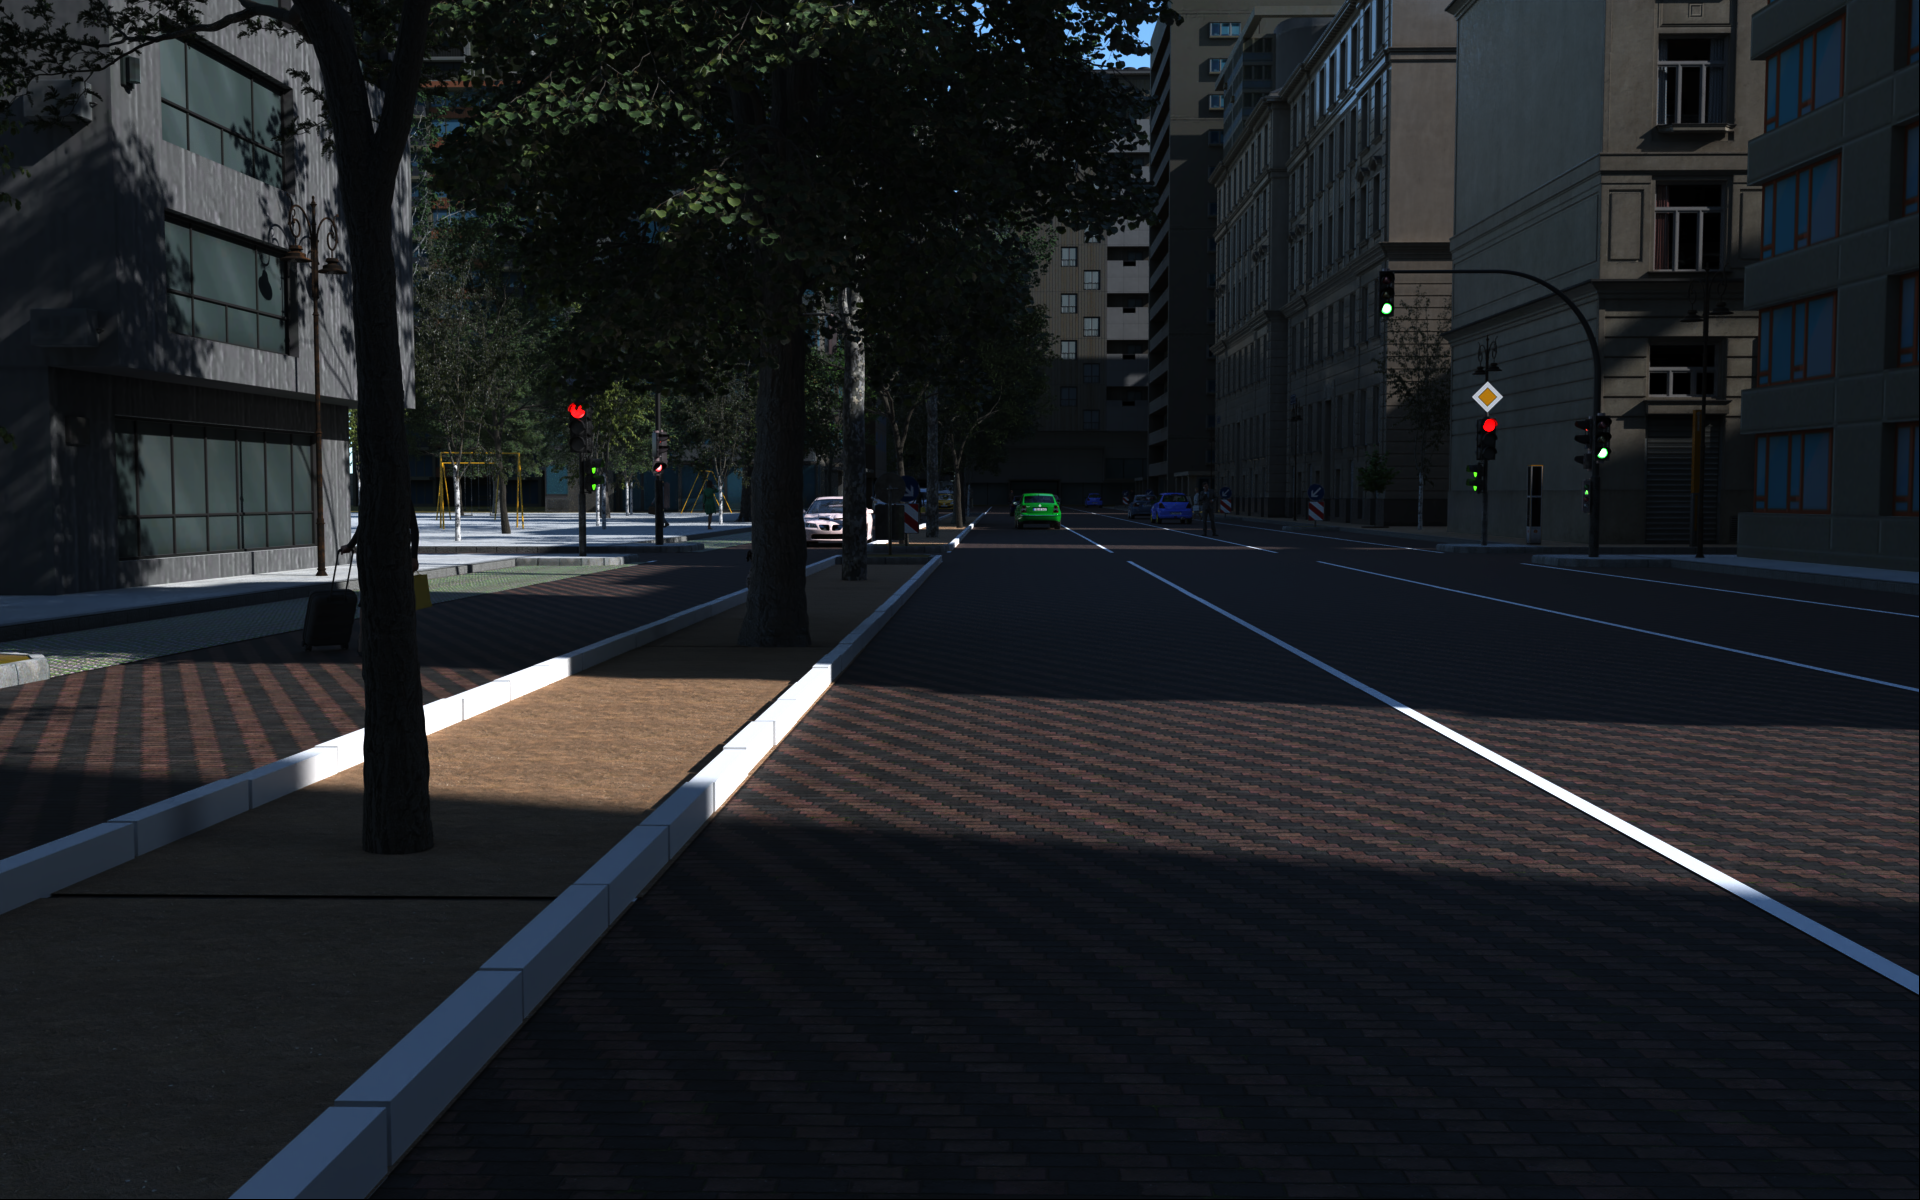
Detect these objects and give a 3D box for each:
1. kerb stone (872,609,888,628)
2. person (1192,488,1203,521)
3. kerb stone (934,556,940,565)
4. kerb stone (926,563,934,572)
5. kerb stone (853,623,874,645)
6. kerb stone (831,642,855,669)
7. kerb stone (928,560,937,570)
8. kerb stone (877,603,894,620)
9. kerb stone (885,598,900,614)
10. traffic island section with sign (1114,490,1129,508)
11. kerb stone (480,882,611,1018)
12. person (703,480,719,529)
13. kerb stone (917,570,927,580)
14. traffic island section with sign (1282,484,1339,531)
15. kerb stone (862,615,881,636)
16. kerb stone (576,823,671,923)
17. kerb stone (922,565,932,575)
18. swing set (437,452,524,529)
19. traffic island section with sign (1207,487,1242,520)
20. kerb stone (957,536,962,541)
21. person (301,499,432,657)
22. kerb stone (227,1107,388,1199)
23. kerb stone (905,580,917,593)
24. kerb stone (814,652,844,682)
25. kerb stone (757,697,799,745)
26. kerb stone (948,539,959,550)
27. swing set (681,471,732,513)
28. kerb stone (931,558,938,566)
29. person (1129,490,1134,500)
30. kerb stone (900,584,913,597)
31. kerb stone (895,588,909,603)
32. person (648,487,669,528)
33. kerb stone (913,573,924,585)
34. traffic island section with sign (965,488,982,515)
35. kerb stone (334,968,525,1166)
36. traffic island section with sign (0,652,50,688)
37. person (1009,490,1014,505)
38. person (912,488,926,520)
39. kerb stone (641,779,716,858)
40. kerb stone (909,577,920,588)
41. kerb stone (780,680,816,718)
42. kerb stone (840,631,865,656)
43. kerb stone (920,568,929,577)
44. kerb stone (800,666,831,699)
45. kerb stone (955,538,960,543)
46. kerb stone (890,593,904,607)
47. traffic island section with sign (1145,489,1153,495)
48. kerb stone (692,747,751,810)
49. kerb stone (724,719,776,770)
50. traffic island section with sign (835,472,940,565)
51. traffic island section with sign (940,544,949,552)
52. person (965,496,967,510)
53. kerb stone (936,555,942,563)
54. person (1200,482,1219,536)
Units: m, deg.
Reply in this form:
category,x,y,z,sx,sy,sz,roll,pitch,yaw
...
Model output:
category,x,y,z,sx,sy,sz,roll,pitch,yaw
kerb stone,-0.887,0.233,18.494,0.120,0.150,1.000,0,4,1
person,12.848,-5.193,93.759,0.624,1.780,0.694,1,4,17
kerb stone,-0.510,-0.713,33.849,0.120,0.150,1.000,0,4,1
kerb stone,-0.588,-0.524,30.785,0.120,0.150,1.000,0,4,1
kerb stone,-0.943,0.352,16.450,0.120,0.150,1.000,0,4,1
kerb stone,-0.994,0.484,14.395,0.120,0.150,1.000,0,4,1
kerb stone,-0.557,-0.588,31.806,0.120,0.150,1.000,0,4,1
kerb stone,-0.866,0.165,19.516,0.120,0.150,1.000,0,4,1
kerb stone,-0.836,0.106,20.540,0.120,0.150,1.000,0,4,1
traffic island section with sign,16.384,-10.048,172.914,1.989,1.847,2.006,0,4,1
kerb stone,-1.229,1.040,5.189,0.120,0.150,1.000,0,4,1
person,-9.138,-3.479,63.176,0.600,1.795,0.529,1,4,13
kerb stone,-0.659,-0.337,27.707,0.120,0.150,1.000,0,4,1
traffic island section with sign,13.743,-3.636,68.077,1.989,1.847,2.006,0,4,1
kerb stone,-0.916,0.289,17.472,0.120,0.150,1.000,0,4,1
kerb stone,-1.203,0.980,6.211,0.120,0.150,1.000,0,4,1
kerb stone,-0.613,-0.462,29.763,0.120,0.150,1.000,0,4,1
swing set,-17.818,-4.112,64.846,3.119,2.851,2.862,-1,4,-19
traffic island section with sign,14.420,-5.306,95.373,1.989,1.847,2.006,0,4,1
kerb stone,-0.097,-1.684,49.781,0.120,0.150,1.000,0,4,1
person,-5.288,-0.411,15.430,0.699,1.804,1.509,-3,5,-40
kerb stone,-1.273,1.166,3.129,0.120,0.150,1.000,0,4,1
kerb stone,-0.736,-0.149,24.636,0.120,0.150,1.000,0,4,1
kerb stone,-1.025,0.541,13.370,0.120,0.150,1.000,0,4,1
kerb stone,-1.090,0.728,10.300,0.120,0.150,1.000,0,4,1
kerb stone,-0.177,-1.499,46.707,0.120,0.150,1.000,0,4,1
swing set,-16.941,-7.234,115.892,2.862,2.851,3.119,0,4,4
kerb stone,-0.535,-0.646,32.828,0.120,0.150,1.000,0,4,1
person,18.293,-10.903,184.762,0.568,1.767,0.683,1,4,9
kerb stone,-0.762,-0.086,23.612,0.120,0.150,1.000,0,4,1
kerb stone,-0.784,-0.024,22.590,0.120,0.150,1.000,0,4,1
person,-11.498,-3.690,66.490,0.853,1.813,0.709,1,4,17
kerb stone,-0.683,-0.274,26.685,0.120,0.150,1.000,0,4,1
traffic island section with sign,0.577,-6.744,118.406,2.006,1.907,1.989,0,4,1
kerb stone,-1.251,1.103,4.163,0.120,0.150,1.000,0,4,1
traffic island section with sign,-8.063,-0.265,12.958,1.989,1.847,2.006,0,4,1
person,4.309,-8.176,142.724,0.434,1.755,0.990,-1,4,-23
person,-2.446,-5.320,95.692,0.699,1.804,1.509,-2,4,-24
kerb stone,-1.175,0.917,7.232,0.120,0.150,1.000,0,4,1
kerb stone,-0.715,-0.205,25.664,0.120,0.150,1.000,0,4,1
kerb stone,-1.069,0.665,11.322,0.120,0.150,1.000,0,4,1
kerb stone,-0.972,0.416,15.419,0.120,0.150,1.000,0,4,1
kerb stone,-0.639,-0.400,28.736,0.120,0.150,1.000,0,4,1
kerb stone,-1.046,0.611,12.344,0.120,0.150,1.000,0,4,1
kerb stone,-0.153,-1.560,47.729,0.120,0.150,1.000,0,4,1
kerb stone,-0.816,0.045,21.567,0.120,0.150,1.000,0,4,1
traffic island section with sign,15.675,-8.345,145.075,1.989,1.847,2.006,0,4,1
kerb stone,-1.144,0.860,8.254,0.120,0.150,1.000,0,4,1
kerb stone,-1.128,0.790,9.276,0.120,0.150,1.000,0,4,1
traffic island section with sign,-1.497,-1.697,35.887,2.006,1.907,1.989,0,4,1
traffic island section with sign,-1.302,-2.150,43.291,2.006,1.907,1.989,0,4,1
person,0.382,-8.747,152.980,0.593,1.643,0.415,-3,5,-40
kerb stone,-0.479,-0.775,34.871,0.120,0.150,1.000,0,4,1
person,8.520,-3.114,59.219,0.655,1.846,0.447,0,4,3
